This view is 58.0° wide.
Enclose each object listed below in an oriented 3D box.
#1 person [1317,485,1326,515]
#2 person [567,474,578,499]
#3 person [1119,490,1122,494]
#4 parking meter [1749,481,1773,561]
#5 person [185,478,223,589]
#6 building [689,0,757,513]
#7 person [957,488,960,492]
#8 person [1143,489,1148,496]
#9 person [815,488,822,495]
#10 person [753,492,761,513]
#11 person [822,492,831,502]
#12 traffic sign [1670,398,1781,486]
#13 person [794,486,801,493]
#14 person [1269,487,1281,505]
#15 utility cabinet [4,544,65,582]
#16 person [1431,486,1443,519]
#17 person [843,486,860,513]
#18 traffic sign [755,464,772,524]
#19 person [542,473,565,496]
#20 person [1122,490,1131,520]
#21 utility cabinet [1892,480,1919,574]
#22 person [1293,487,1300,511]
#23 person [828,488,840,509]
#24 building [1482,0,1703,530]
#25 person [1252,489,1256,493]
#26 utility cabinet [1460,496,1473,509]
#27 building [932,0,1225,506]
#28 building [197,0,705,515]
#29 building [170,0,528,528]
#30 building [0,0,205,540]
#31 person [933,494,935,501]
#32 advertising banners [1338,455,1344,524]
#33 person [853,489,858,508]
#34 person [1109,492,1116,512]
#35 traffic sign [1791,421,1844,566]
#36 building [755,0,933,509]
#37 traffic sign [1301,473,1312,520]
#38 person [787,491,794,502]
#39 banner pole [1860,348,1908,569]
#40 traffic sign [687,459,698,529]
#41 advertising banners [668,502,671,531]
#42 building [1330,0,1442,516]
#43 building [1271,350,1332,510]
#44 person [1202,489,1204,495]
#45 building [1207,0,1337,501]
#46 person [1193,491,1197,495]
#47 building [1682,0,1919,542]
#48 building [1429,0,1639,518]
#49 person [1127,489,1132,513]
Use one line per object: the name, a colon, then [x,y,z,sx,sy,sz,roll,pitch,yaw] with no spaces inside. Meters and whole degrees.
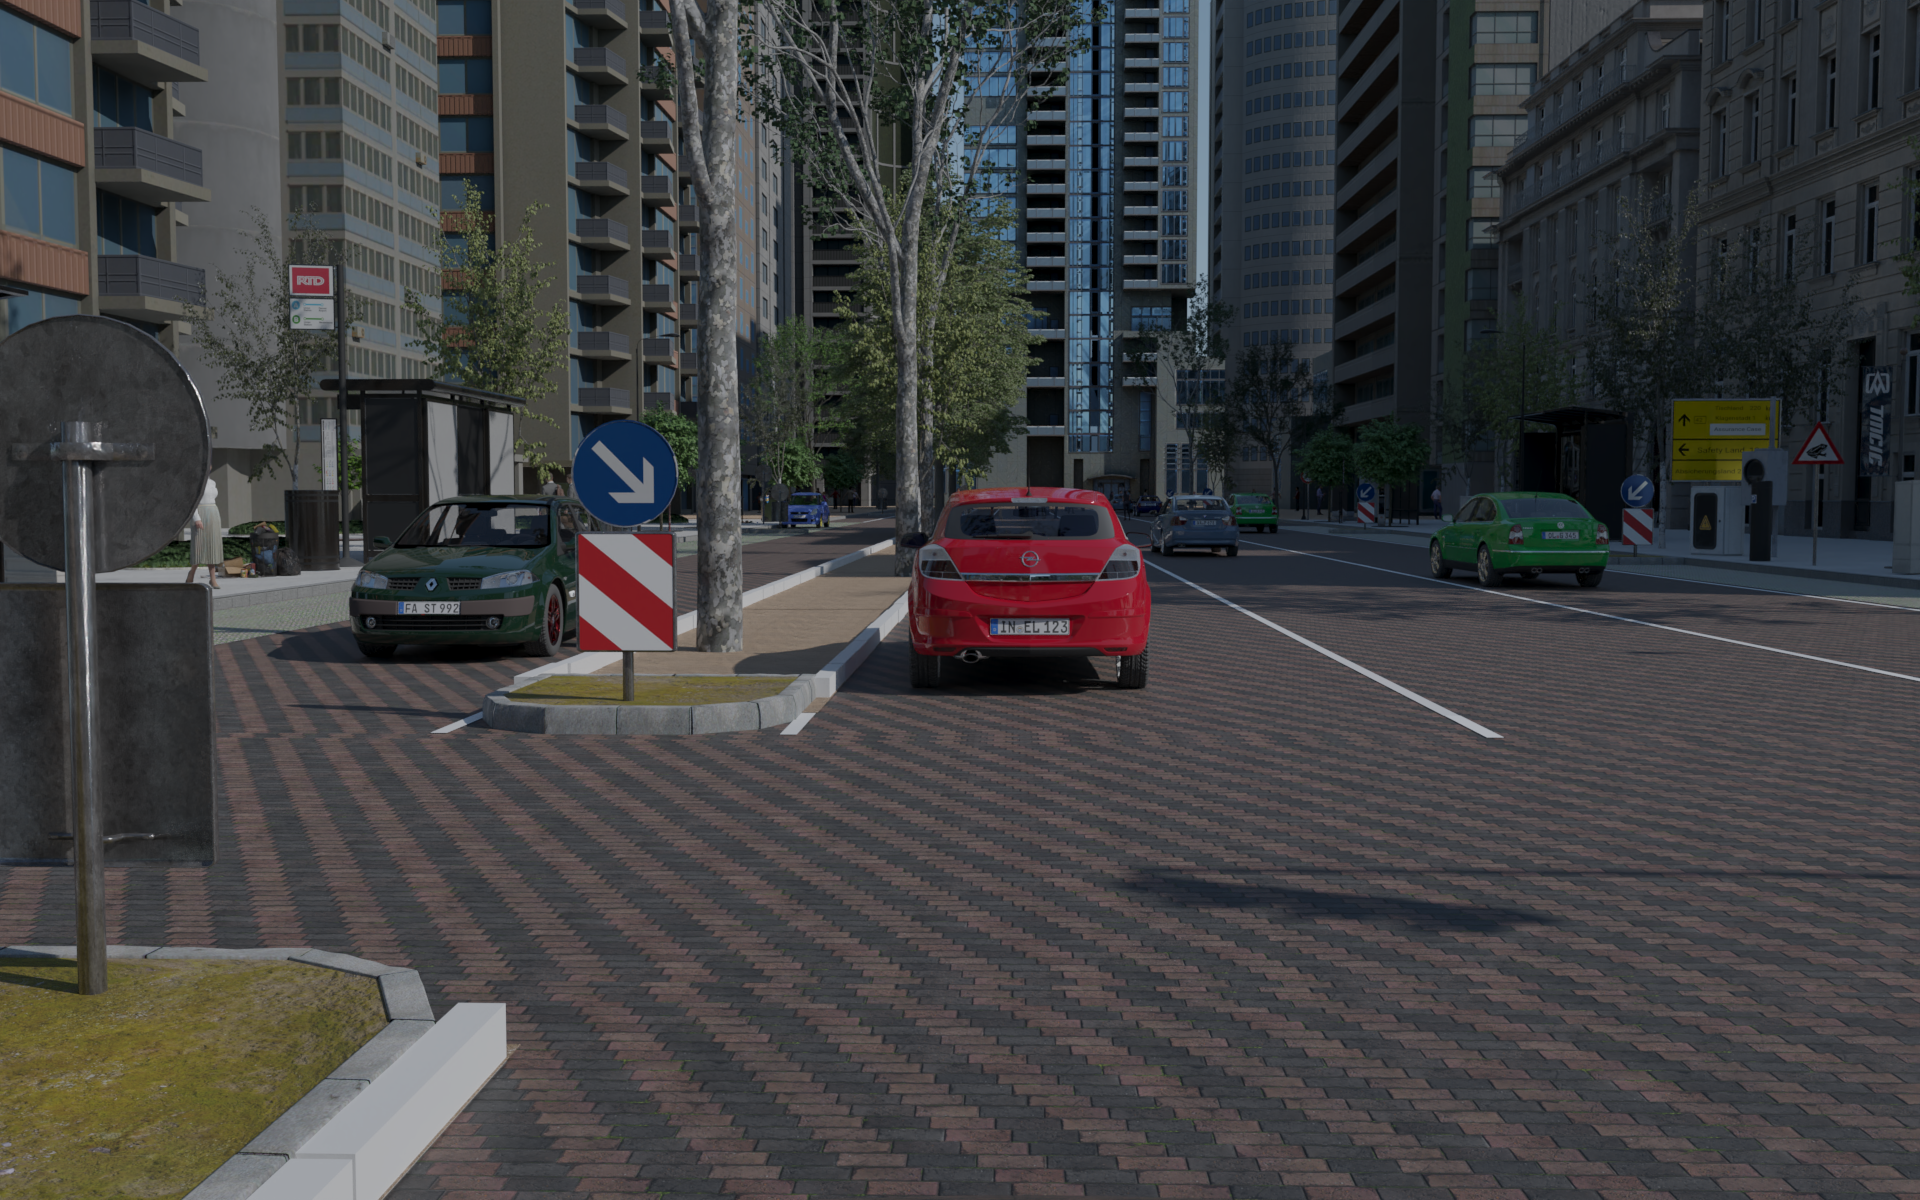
person: [22.094,-6.103,105.698,0.599,1.838,0.709,1,4,22]
person: [-10.585,-2.541,47.546,0.822,1.834,0.622,0,4,2]
person: [14.688,-9.043,156.879,0.750,1.759,0.617,0,4,-3]
parking meter: [15.311,-1.510,33.104,0.372,1.533,0.369,0,3,0]
person: [-10.264,-1.049,23.427,0.641,1.798,0.478,3,4,36]
building: [-22.546,-28.966,123.707,14.600,45.320,14.200,0,4,2]
person: [-0.170,-5.240,94.620,0.568,1.767,0.683,2,4,26]
person: [14.757,-7.876,137.281,0.705,1.823,1.348,-1,4,-13]
person: [-12.028,-8.629,147.084,1.348,1.831,0.705,2,4,29]
person: [-13.614,-6.635,117.780,1.065,1.426,0.557,2,4,30]
person: [-8.165,-5.834,104.650,0.991,1.433,0.599,3,5,42]
traffic sign: [16.284,-2.633,36.927,2.265,3.308,0.079,0,4,4]
person: [-11.293,-7.000,120.118,1.348,1.869,0.705,3,5,40]
person: [21.224,-6.743,117.002,1.217,1.736,0.721,-2,4,-28]
utility cabinet: [-11.883,-0.834,22.319,1.173,1.500,0.318,2,4,30]
person: [24.181,-4.931,87.599,0.436,1.711,0.756,-1,4,-14]
person: [-7.411,-6.828,117.683,1.348,1.823,0.705,2,4,25]
traffic sign: [-8.371,-4.504,73.738,0.768,2.556,0.104,0,4,7]
person: [-10.472,-2.355,44.518,0.622,1.834,0.822,-3,5,-45]
person: [9.042,-5.150,94.166,0.415,1.643,0.593,2,4,34]
utility cabinet: [15.469,-1.171,27.831,1.173,1.500,0.318,-2,4,-31]
person: [25.362,-7.605,130.355,0.705,1.831,1.348,2,4,25]
person: [-10.541,-8.557,145.906,0.705,1.831,1.348,3,5,42]
building: [31.881,-14.156,73.250,13.314,21.916,24.055,0,4,2]
person: [25.071,-8.613,147.578,1.217,1.735,0.721,-1,4,-13]
utility cabinet: [16.720,-2.764,56.356,0.306,1.237,1.020,-2,4,-26]
building: [12.213,-53.483,187.117,31.000,86.520,22.319,0,4,2]
building: [-27.013,-27.362,101.992,22.147,44.769,28.867,0,4,2]
building: [-35.475,-23.188,71.002,32.217,40.220,23.993,0,4,2]
building: [-30.331,-23.345,36.324,22.147,44.769,28.867,0,4,2]
person: [-1.358,-5.690,101.502,0.705,1.831,1.348,3,4,36]
advertising banners: [16.798,-4.892,76.179,0.090,3.025,2.074,1,4,17]
person: [-9.890,-9.464,161.720,0.756,1.711,0.436,0,4,-1]
person: [12.501,-8.044,141.491,0.593,1.643,0.415,0,4,6]
traffic sign: [15.335,-1.896,31.011,0.884,2.594,0.081,1,4,10]
building: [-13.636,-45.818,187.382,20.611,71.187,20.563,0,4,2]
traffic sign: [17.049,-5.178,84.762,0.768,2.556,0.104,1,4,11]
person: [-11.429,-6.741,116.268,1.348,1.823,0.705,2,4,31]
banner pole: [15.927,-2.433,29.802,0.863,3.779,0.401,1,4,15]
traffic sign: [-9.520,-3.831,62.748,0.768,2.556,0.104,0,4,8]
advertising banners: [-9.041,-3.523,53.792,0.090,3.025,2.074,0,4,-8]
building: [36.487,-29.757,110.235,21.300,48.544,21.600,0,4,2]
building: [38.313,-50.313,135.283,22.319,86.520,31.000,0,4,2]
person: [19.370,-8.024,138.062,0.721,1.723,1.217,-1,4,-8]
building: [41.787,-39.417,186.470,28.212,58.520,21.231,0,4,2]
person: [22.435,-9.570,165.911,0.436,1.711,0.756,-1,4,-13]
building: [30.845,-15.323,47.799,12.463,27.353,25.104,0,4,2]
building: [32.768,-25.025,92.754,14.154,41.232,14.086,0,4,2]
person: [12.676,-7.397,129.522,0.705,1.814,1.350,1,4,12]
